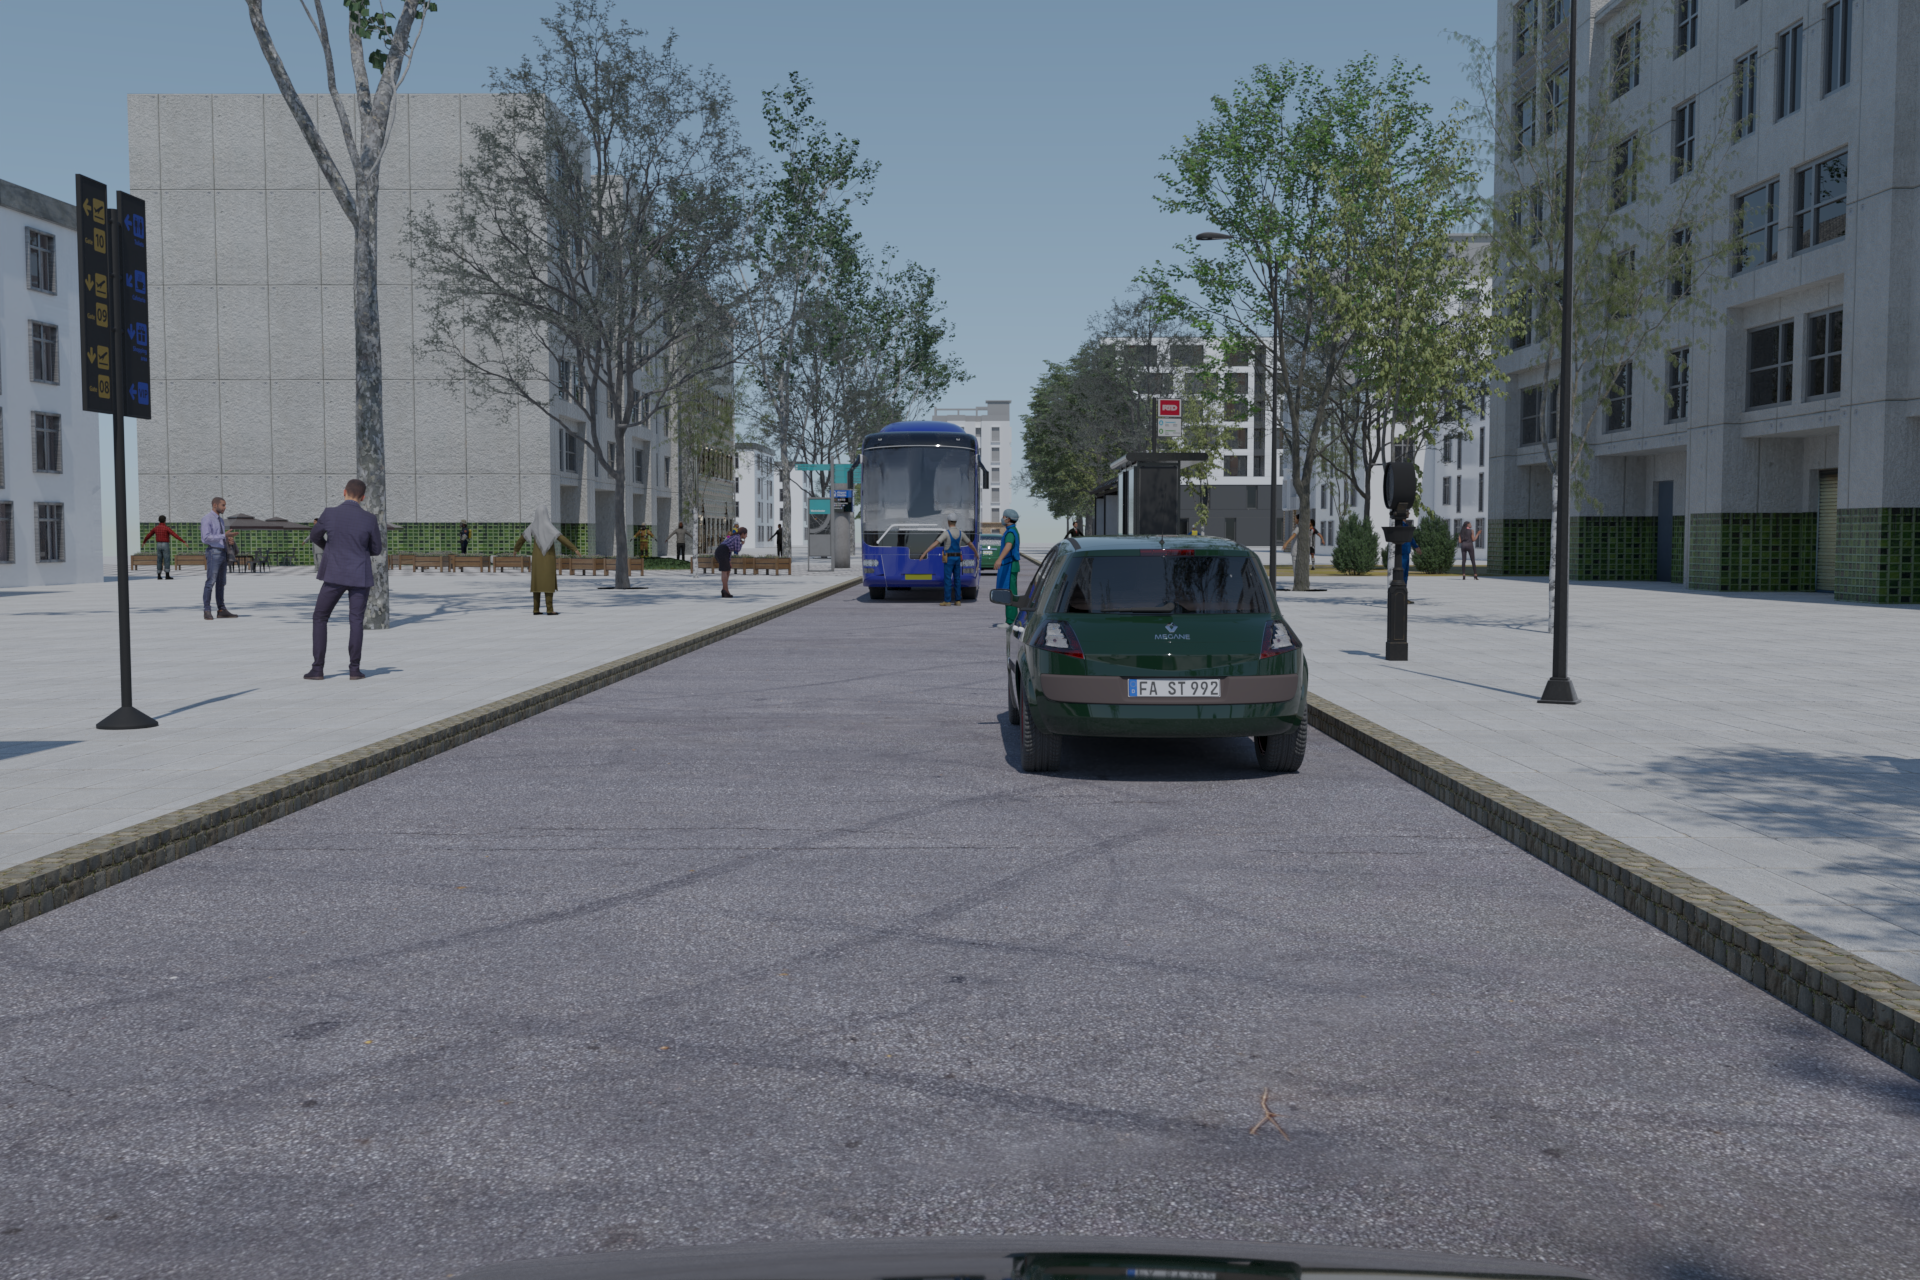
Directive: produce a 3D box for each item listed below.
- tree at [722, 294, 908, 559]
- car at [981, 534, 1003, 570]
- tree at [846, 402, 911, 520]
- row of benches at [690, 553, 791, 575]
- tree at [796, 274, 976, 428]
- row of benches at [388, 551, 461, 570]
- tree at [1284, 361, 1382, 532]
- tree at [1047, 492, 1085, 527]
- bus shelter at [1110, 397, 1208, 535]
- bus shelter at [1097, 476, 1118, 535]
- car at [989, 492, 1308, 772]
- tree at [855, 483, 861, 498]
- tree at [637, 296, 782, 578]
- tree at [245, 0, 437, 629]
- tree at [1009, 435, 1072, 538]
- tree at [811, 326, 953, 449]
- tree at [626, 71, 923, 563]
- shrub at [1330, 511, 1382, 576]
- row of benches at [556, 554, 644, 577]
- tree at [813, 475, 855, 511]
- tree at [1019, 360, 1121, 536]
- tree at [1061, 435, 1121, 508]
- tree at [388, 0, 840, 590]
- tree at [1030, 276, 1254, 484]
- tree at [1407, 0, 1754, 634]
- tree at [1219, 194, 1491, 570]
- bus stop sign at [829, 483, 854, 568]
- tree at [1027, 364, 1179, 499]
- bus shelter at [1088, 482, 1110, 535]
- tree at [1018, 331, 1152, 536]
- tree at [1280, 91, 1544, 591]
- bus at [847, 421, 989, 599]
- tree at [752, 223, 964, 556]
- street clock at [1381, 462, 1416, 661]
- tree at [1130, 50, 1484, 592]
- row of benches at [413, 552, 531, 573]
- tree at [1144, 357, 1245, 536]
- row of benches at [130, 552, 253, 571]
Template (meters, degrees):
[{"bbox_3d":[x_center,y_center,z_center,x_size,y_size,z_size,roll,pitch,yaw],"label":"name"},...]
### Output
[{"bbox_3d":[-7.166,-10.937,89.184,12.009,13.543,11.850,0,3,0],"label":"tree"},{"bbox_3d":[0.920,-3.025,61.249,2.131,1.459,4.920,0,4,0],"label":"car"},{"bbox_3d":[-6.426,-13.928,145.846,7.486,12.596,7.792,0,3,0],"label":"tree"},{"bbox_3d":[-7.063,-2.426,55.121,4.104,0.672,1.422,3,4,39],"label":"row of benches"},{"bbox_3d":[-4.618,-16.445,124.766,12.611,20.169,13.585,0,3,0],"label":"tree"},{"bbox_3d":[-19.770,-2.864,62.297,1.422,0.672,4.104,3,5,42],"label":"row of benches"},{"bbox_3d":[15.865,-7.375,70.941,4.360,8.622,3.978,0,3,0],"label":"tree"},{"bbox_3d":[8.903,-11.401,136.762,4.737,8.622,4.395,0,3,0],"label":"tree"},{"bbox_3d":[5.417,-4.347,48.706,2.179,5.291,8.768,0,4,1],"label":"bus shelter"},{"bbox_3d":[5.743,-3.875,57.277,2.014,3.302,5.546,0,3,0],"label":"bus shelter"},{"bbox_3d":[1.213,-0.125,11.834,2.009,1.686,4.222,0,3,0],"label":"car"},{"bbox_3d":[-6.281,-11.425,137.168,4.737,8.622,4.395,0,3,0],"label":"tree"},{"bbox_3d":[-7.868,-6.086,49.871,4.360,8.622,3.978,0,3,0],"label":"tree"},{"bbox_3d":[-9.411,-10.211,22.841,12.611,20.169,13.585,0,3,0],"label":"tree"},{"bbox_3d":[9.634,-14.854,153.229,12.009,13.543,11.850,0,3,0],"label":"tree"},{"bbox_3d":[-7.561,-18.496,158.298,12.611,20.169,13.585,0,3,0],"label":"tree"},{"bbox_3d":[-8.058,-13.315,73.586,12.611,20.169,13.585,0,3,0],"label":"tree"},{"bbox_3d":[12.211,-2.999,53.454,1.690,2.028,1.600,0,3,0],"label":"shrub"},{"bbox_3d":[-11.516,-2.325,53.477,4.104,0.672,1.422,2,4,32],"label":"row of benches"},{"bbox_3d":[-18.384,-19.038,245.688,7.601,10.594,8.767,-1,4,-9],"label":"tree"},{"bbox_3d":[8.790,-13.386,125.513,9.857,13.997,8.962,0,3,0],"label":"tree"},{"bbox_3d":[8.073,-9.271,101.950,4.737,8.622,4.395,0,3,0],"label":"tree"},{"bbox_3d":[-7.984,-7.916,39.804,12.009,13.543,11.850,0,3,0],"label":"tree"},{"bbox_3d":[8.557,-10.443,81.117,12.009,13.543,11.850,0,3,0],"label":"tree"},{"bbox_3d":[7.442,-4.391,22.147,4.360,8.622,3.978,0,3,0],"label":"tree"},{"bbox_3d":[14.501,-9.262,61.803,12.009,13.543,11.850,0,3,0],"label":"tree"},{"bbox_3d":[-4.431,-4.646,64.977,0.837,3.901,0.837,0,4,2],"label":"bus stop sign"},{"bbox_3d":[8.118,-9.791,94.493,8.767,10.594,7.601,0,4,-7],"label":"tree"},{"bbox_3d":[5.886,-4.229,63.068,2.014,3.302,5.546,0,4,0],"label":"bus shelter"},{"bbox_3d":[8.161,-12.461,110.396,9.857,13.997,8.962,0,3,0],"label":"tree"},{"bbox_3d":[7.696,-4.849,29.637,4.737,8.622,4.395,0,3,0],"label":"tree"},{"bbox_3d":[-0.753,-3.040,41.249,2.896,3.916,12.251,0,4,1],"label":"bus"},{"bbox_3d":[-6.084,-15.182,104.117,12.611,20.169,13.585,0,3,0],"label":"tree"},{"bbox_3d":[4.434,-0.793,17.528,0.358,2.002,0.471,0,4,0],"label":"street clock"},{"bbox_3d":[7.643,-6.887,38.362,9.928,11.665,9.643,0,3,0],"label":"tree"},{"bbox_3d":[-16.397,-2.594,57.878,4.104,0.672,1.422,1,4,11],"label":"row of benches"},{"bbox_3d":[9.783,-7.391,71.209,4.737,8.622,4.395,0,3,0],"label":"tree"},{"bbox_3d":[-27.264,-2.805,61.324,4.104,0.672,1.422,-1,4,-12],"label":"row of benches"}]
